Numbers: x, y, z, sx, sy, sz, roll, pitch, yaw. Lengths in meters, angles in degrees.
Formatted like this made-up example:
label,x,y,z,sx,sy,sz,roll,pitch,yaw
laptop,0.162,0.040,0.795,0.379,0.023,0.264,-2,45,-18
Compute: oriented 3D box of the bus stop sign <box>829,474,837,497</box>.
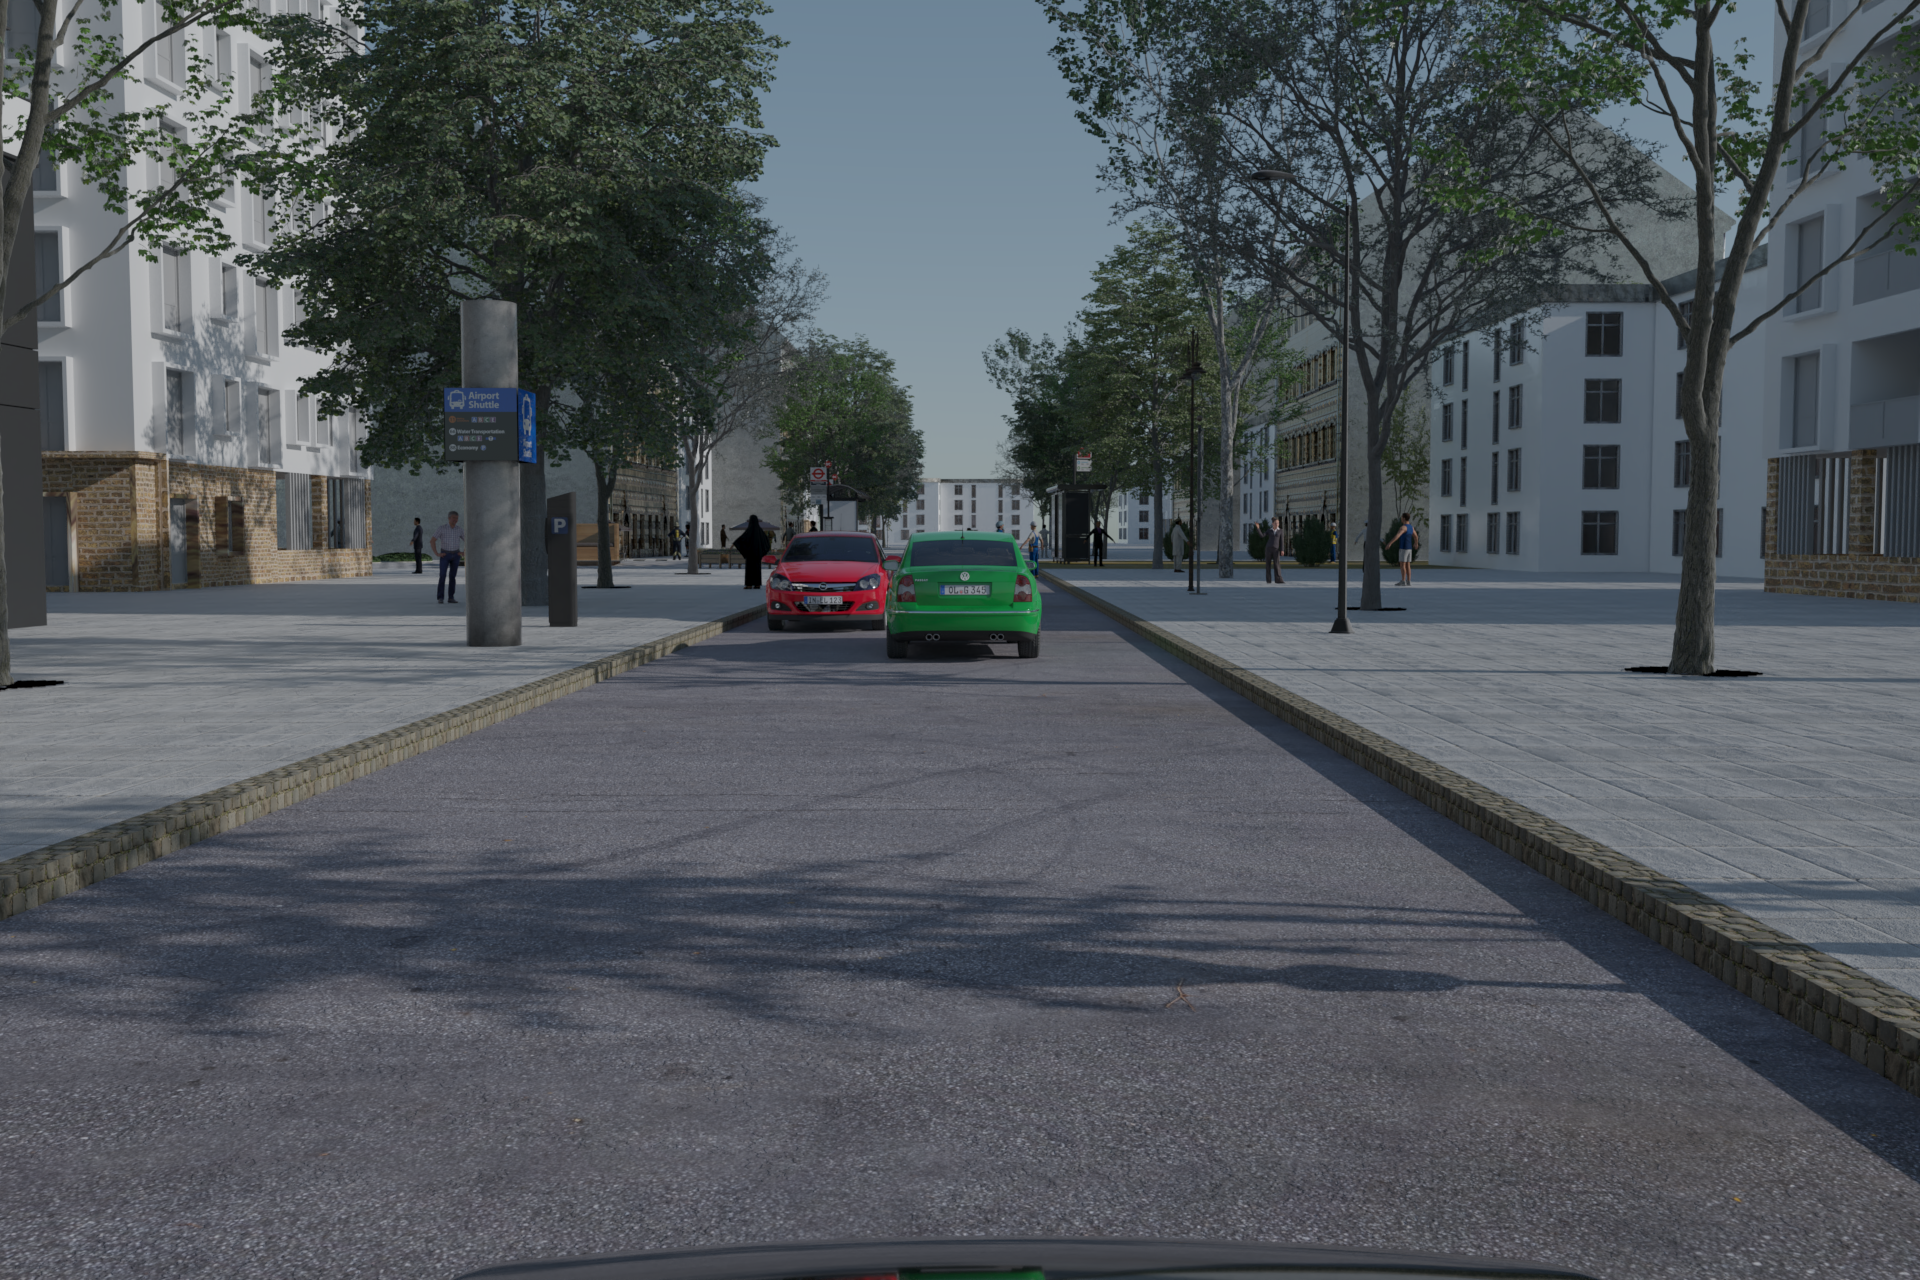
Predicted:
label,x,y,z,sx,sy,sz,roll,pitch,yaw
bus stop sign,-5.800,-5.413,77.213,0.855,3.939,0.416,0,4,2

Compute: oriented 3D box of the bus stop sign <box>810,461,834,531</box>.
label,x,y,z,sx,sy,sz,roll,pitch,yaw
bus stop sign,-5.016,-4.553,63.152,0.855,3.939,0.416,0,4,0

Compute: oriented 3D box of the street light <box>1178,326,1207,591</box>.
label,x,y,z,sx,sy,sz,roll,pitch,yaw
street light,5.185,-4.032,38.703,0.468,5.910,1.993,0,4,1

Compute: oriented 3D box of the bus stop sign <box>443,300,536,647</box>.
label,x,y,z,sx,sy,sz,roll,pitch,yaw
bus stop sign,-5.367,-1.885,19.842,0.837,3.901,0.837,0,4,0

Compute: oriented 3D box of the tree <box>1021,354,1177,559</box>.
label,x,y,z,sx,sy,sz,roll,pitch,yaw
tree,7.264,-9.324,86.861,8.767,10.594,7.601,0,4,1

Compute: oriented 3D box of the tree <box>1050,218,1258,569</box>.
label,x,y,z,sx,sy,sz,roll,pitch,yaw
tree,6.949,-8.877,63.261,7.486,12.596,7.792,0,3,0

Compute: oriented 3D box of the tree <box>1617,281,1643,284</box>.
label,x,y,z,sx,sy,sz,roll,pitch,yaw
tree,29.410,-9.801,78.377,7.486,12.596,7.792,0,3,0

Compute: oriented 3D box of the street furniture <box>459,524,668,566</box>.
label,x,y,z,sx,sy,sz,roll,pitch,yaw
street furniture,-17.928,-4.063,73.291,11.010,1.723,9.812,-1,4,-8

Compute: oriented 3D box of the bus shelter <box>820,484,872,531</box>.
label,x,y,z,sx,sy,sz,roll,pitch,yaw
bus shelter,-4.885,-4.822,72.756,2.014,3.302,5.546,0,4,1

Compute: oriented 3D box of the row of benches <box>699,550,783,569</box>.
label,x,y,z,sx,sy,sz,roll,pitch,yaw
row of benches,-8.046,-2.983,64.234,4.104,0.672,1.422,2,4,33

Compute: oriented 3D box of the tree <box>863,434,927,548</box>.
label,x,y,z,sx,sy,sz,roll,pitch,yaw
tree,-6.934,-14.295,159.478,9.928,11.665,9.643,0,3,0

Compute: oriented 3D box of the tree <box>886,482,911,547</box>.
label,x,y,z,sx,sy,sz,roll,pitch,yaw
tree,-6.775,-13.302,167.843,4.737,8.622,4.395,0,3,0

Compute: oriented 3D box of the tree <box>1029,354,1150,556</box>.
label,x,y,z,sx,sy,sz,roll,pitch,yaw
tree,7.805,-10.679,100.355,9.928,11.665,9.643,0,3,0

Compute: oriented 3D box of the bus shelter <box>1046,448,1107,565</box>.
label,x,y,z,sx,sy,sz,roll,pitch,yaw
bus shelter,5.052,-6.084,77.107,2.179,5.291,8.768,0,4,-2

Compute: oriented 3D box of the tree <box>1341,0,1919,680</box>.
label,x,y,z,sx,sy,sz,roll,pitch,yaw
tree,6.751,-5.481,15.375,9.928,11.665,9.643,0,3,0

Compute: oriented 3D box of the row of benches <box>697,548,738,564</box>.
label,x,y,z,sx,sy,sz,roll,pitch,yaw
row of benches,-10.260,-3.674,75.531,1.422,0.672,4.104,1,4,21

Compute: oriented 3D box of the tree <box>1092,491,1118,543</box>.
label,x,y,z,sx,sy,sz,roll,pitch,yaw
tree,20.399,-21.483,261.612,12.009,13.543,11.850,0,3,0

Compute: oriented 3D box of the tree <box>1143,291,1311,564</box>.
label,x,y,z,sx,sy,sz,roll,pitch,yaw
tree,11.261,-9.034,73.465,9.928,11.665,9.643,0,3,0

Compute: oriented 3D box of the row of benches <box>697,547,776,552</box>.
label,x,y,z,sx,sy,sz,roll,pitch,yaw
row of benches,-10.649,-3.993,80.740,4.104,0.672,1.422,-2,4,-23

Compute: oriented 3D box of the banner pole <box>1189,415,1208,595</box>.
label,x,y,z,sx,sy,sz,roll,pitch,yaw
banner pole,5.058,-2.839,36.435,0.401,3.779,0.863,0,4,0

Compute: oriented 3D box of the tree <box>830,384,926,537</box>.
label,x,y,z,sx,sy,sz,roll,pitch,yaw
tree,-7.205,-14.466,143.173,9.857,13.997,8.962,0,3,0

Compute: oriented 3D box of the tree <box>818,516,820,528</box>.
label,x,y,z,sx,sy,sz,roll,pitch,yaw
tree,-20.060,-18.660,255.449,4.360,8.622,3.978,0,3,0

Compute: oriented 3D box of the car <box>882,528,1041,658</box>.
label,x,y,z,sx,sy,sz,roll,pitch,yaw
car,0.008,-0.767,21.338,1.959,1.807,4.718,0,4,-1

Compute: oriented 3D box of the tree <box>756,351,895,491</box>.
label,x,y,z,sx,sy,sz,roll,pitch,yaw
tree,-7.346,-10.344,94.885,9.928,11.665,9.643,0,3,0

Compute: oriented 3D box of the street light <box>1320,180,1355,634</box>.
label,x,y,z,sx,sy,sz,roll,pitch,yaw
street light,5.489,-3.040,22.245,1.470,5.913,1.316,0,4,1

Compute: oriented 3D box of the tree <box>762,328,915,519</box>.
label,x,y,z,sx,sy,sz,roll,pitch,yaw
tree,-7.476,-12.345,108.488,9.857,13.997,8.962,0,3,0

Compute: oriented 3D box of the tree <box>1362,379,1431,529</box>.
label,x,y,z,sx,sy,sz,roll,pitch,yaw
tree,20.434,-7.904,79.599,4.737,8.622,4.395,0,3,0

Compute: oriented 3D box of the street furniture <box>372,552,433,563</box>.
label,x,y,z,sx,sy,sz,roll,pitch,yaw
street furniture,-29.125,-3.800,77.754,10.072,0.657,5.734,0,4,-4

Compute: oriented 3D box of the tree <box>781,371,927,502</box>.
label,x,y,z,sx,sy,sz,roll,pitch,yaw
tree,-7.697,-13.072,124.097,12.009,13.543,11.850,0,3,0

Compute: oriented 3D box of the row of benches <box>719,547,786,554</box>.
label,x,y,z,sx,sy,sz,roll,pitch,yaw
row of benches,-9.639,-4.107,82.614,4.104,0.672,1.422,1,4,10

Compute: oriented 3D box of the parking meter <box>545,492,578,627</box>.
label,x,y,z,sx,sy,sz,roll,pitch,yaw
parking meter,-5.515,-1.115,23.947,0.399,1.863,0.255,0,4,0

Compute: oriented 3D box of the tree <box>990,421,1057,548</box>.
label,x,y,z,sx,sy,sz,roll,pitch,yaw
tree,7.745,-15.387,161.945,12.009,13.543,11.850,0,3,0

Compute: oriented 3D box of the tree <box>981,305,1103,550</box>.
label,x,y,z,sx,sy,sz,roll,pitch,yaw
tree,8.912,-17.511,142.191,12.611,20.169,13.585,0,3,0

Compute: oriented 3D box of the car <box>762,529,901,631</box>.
label,x,y,z,sx,sy,sz,roll,pitch,yaw
car,-1.965,-1.102,27.066,2.155,1.783,4.494,0,4,0

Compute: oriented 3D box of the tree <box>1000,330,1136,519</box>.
label,x,y,z,sx,sy,sz,roll,pitch,yaw
tree,7.222,-12.444,110.112,9.857,13.997,8.962,0,3,0

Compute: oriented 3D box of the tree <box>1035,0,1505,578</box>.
label,x,y,z,sx,sy,sz,roll,pitch,yaw
tree,8.695,-11.794,48.728,12.611,20.169,13.585,0,3,0

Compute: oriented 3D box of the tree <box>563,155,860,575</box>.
label,x,y,z,sx,sy,sz,roll,pitch,yaw
tree,-8.348,-8.812,54.439,12.009,13.543,11.850,0,3,0

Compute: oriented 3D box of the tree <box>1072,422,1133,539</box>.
label,x,y,z,sx,sy,sz,roll,pitch,yaw
tree,7.713,-8.701,92.618,4.360,8.622,3.978,0,3,0

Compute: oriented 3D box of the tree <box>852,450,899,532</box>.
label,x,y,z,sx,sy,sz,roll,pitch,yaw
tree,-7.326,-11.233,134.017,4.360,8.622,3.978,0,3,0

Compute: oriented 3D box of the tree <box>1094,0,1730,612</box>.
label,x,y,z,sx,sy,sz,roll,pitch,yaw
tree,6.987,-7.230,28.588,12.009,13.543,11.850,0,3,0

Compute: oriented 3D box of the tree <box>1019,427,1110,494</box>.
label,x,y,z,sx,sy,sz,roll,pitch,yaw
tree,8.077,-11.730,126.205,8.767,10.594,7.601,2,4,34
